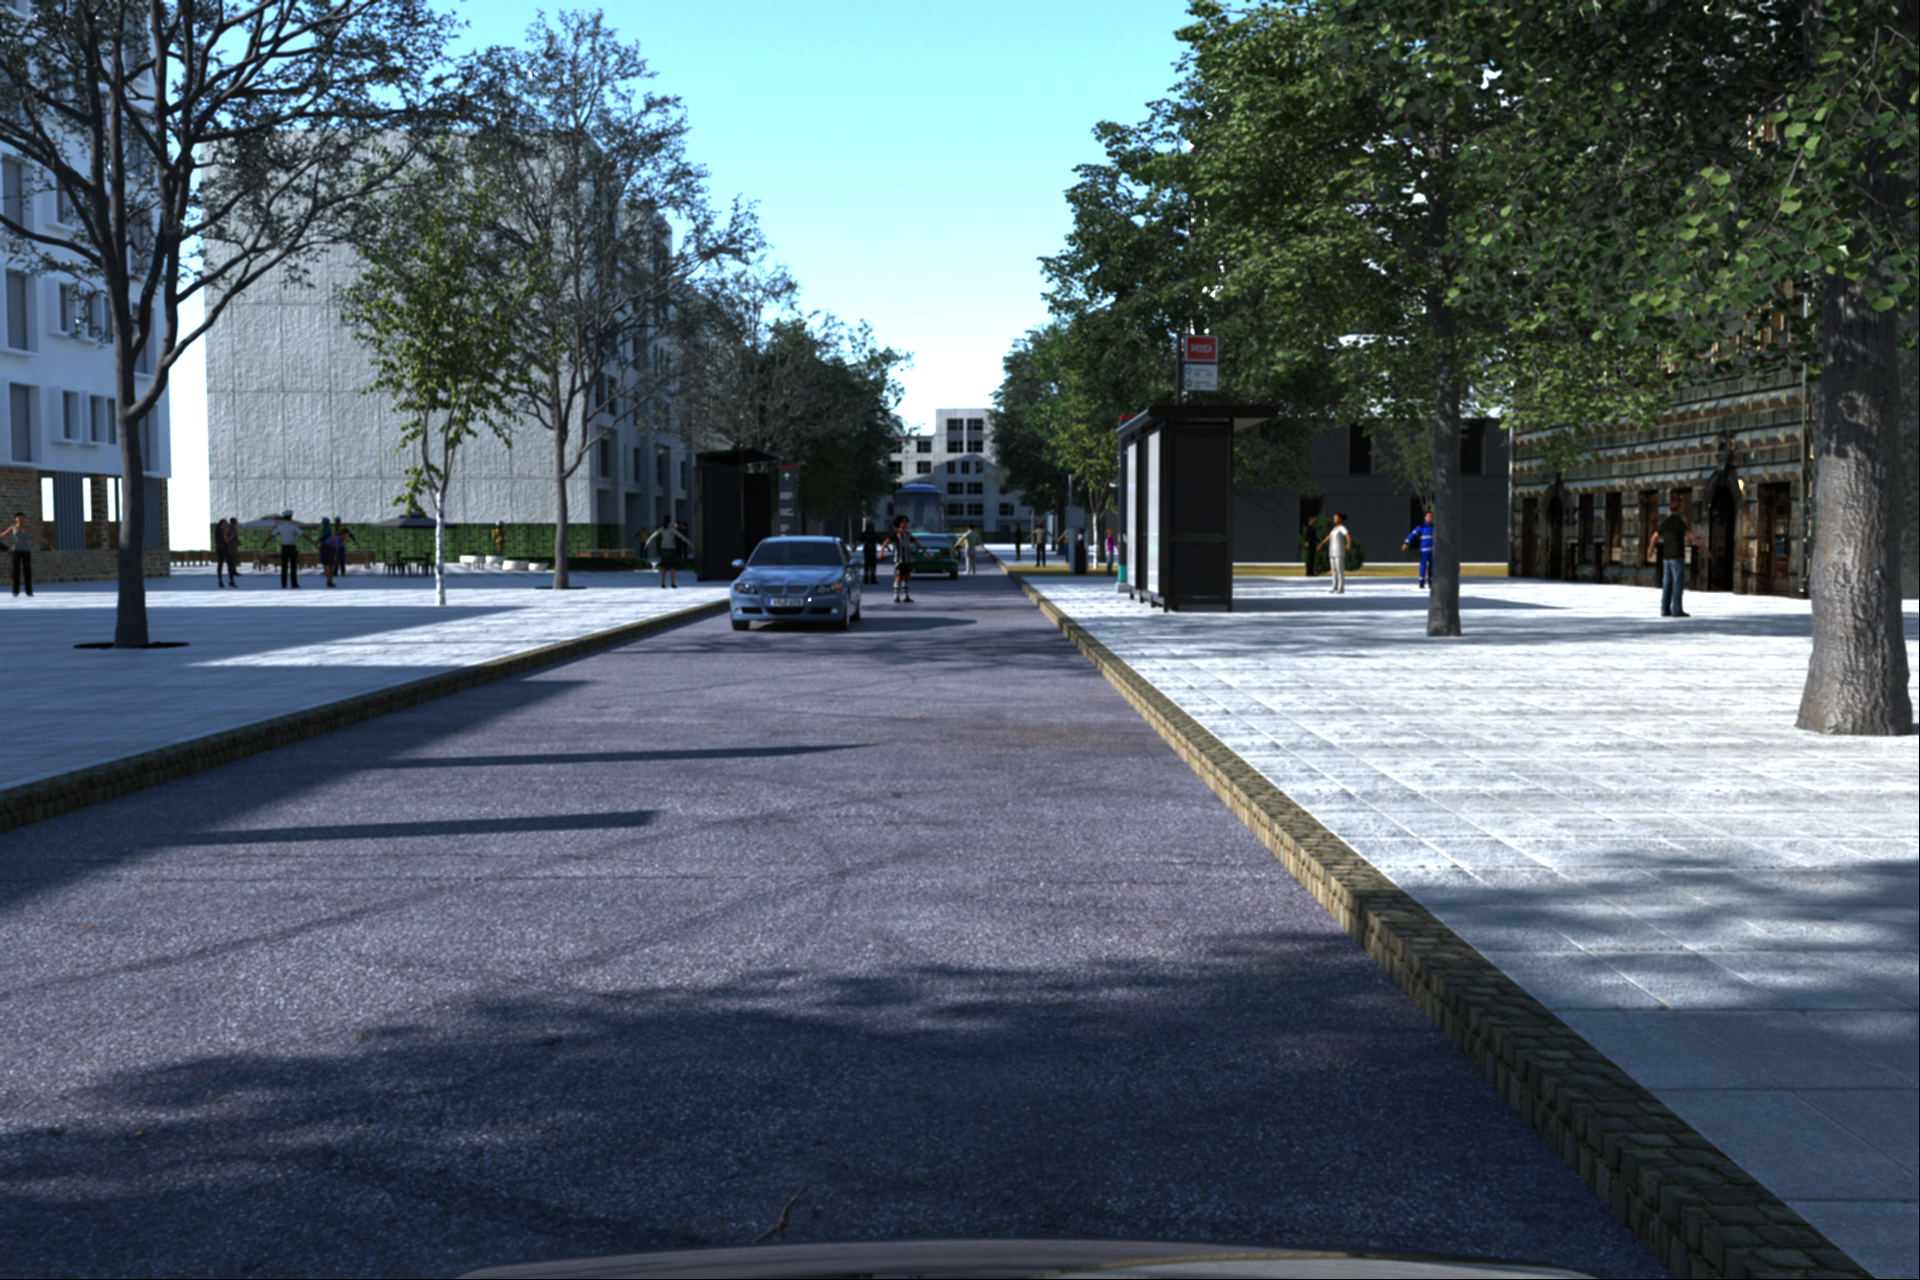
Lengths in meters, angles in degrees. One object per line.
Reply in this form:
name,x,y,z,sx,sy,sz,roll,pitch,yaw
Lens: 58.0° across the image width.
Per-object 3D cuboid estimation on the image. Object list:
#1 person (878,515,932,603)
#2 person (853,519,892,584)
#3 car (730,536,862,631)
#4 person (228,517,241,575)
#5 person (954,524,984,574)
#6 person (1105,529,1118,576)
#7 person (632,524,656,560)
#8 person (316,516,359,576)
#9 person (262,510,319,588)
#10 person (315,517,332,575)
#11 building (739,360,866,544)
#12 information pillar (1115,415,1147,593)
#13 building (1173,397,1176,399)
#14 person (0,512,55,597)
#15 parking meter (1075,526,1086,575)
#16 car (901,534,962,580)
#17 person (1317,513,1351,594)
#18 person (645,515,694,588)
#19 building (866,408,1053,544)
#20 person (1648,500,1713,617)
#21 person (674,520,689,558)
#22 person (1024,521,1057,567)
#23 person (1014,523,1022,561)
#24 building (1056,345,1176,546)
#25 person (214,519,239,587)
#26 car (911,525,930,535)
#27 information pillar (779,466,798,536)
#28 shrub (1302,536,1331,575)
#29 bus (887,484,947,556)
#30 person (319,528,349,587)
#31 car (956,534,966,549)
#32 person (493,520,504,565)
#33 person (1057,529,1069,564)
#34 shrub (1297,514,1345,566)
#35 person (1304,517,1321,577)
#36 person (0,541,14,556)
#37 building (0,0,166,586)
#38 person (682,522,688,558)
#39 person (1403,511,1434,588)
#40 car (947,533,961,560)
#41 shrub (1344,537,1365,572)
person,-1.189,-1.684,36.129,1.345,1.843,0.704,-3,4,-38
person,-2.562,-2.534,49.661,1.354,1.856,0.705,-3,5,-39
car,-2.507,-0.931,27.228,2.014,1.417,4.499,0,4,0
person,-22.539,-2.908,53.818,0.705,1.796,1.348,-1,4,-16
person,0.360,-3.260,61.942,1.347,1.806,0.705,-3,4,-37
person,4.650,-2.669,52.904,0.599,1.433,0.991,2,4,26
person,-15.594,-4.832,85.472,1.216,1.772,0.721,-2,4,-29
person,-18.988,-2.868,52.868,1.349,1.833,0.705,0,4,2
person,-15.994,-2.171,41.291,1.343,1.855,0.704,0,4,-1
person,-20.174,-2.992,55.046,0.704,1.817,1.347,0,3,0
building,-26.643,-22.997,219.983,27.936,21.610,32.646,0,4,0
information pillar,3.808,-2.971,37.957,0.750,3.857,0.750,0,4,0
building,25.137,-20.042,184.101,16.016,20.090,11.380,0,4,0
person,-19.270,-1.759,35.572,1.217,1.737,0.721,-2,4,-35
parking meter,3.823,-2.846,54.950,0.372,1.533,0.369,0,3,0
car,-0.980,-2.680,55.621,2.131,1.459,4.920,0,4,-1
person,8.091,-1.874,37.405,0.721,1.739,1.217,-1,4,-21
person,-6.896,-2.094,41.076,1.217,1.735,0.721,1,4,9
building,-2.374,-23.263,249.261,31.486,18.905,16.747,0,4,7
person,11.103,-1.263,26.861,0.705,1.803,1.348,-1,4,-18
person,-11.333,-3.885,69.447,0.705,1.837,1.347,3,5,40
person,3.167,-3.776,67.867,1.348,1.813,0.705,1,4,17
person,2.749,-4.704,83.054,0.704,1.812,1.346,0,4,5
building,25.139,-22.001,203.692,27.936,21.610,32.646,0,4,0
person,-17.626,-2.089,41.661,0.593,1.643,0.415,-1,4,-9
car,-1.635,-3.725,69.701,1.959,1.807,4.718,0,4,1
information pillar,-6.512,-4.671,65.747,0.750,3.857,0.750,0,4,2
shrub,11.254,-2.642,54.317,1.383,1.207,1.383,0,3,0
bus,-2.027,-5.995,89.563,2.896,3.916,12.251,0,4,0
person,-15.149,-2.000,41.976,0.697,1.427,0.421,-1,4,-9
car,0.189,-8.541,149.862,2.015,1.641,3.980,0,4,0
person,-19.248,-4.087,72.583,0.705,1.858,1.354,-1,4,-15
person,4.653,-4.185,74.282,0.705,1.847,1.347,3,5,44
shrub,12.847,-3.499,61.620,1.690,2.028,1.600,0,3,0
person,10.593,-2.807,52.123,0.704,1.802,1.346,2,4,31
person,-15.363,-1.235,26.973,0.721,1.736,1.217,2,4,31
building,-28.597,-11.136,38.501,16.016,20.090,11.380,0,4,-1
person,-12.489,-4.421,78.463,0.705,1.806,1.347,-1,4,-10
person,11.086,-2.142,40.998,1.345,1.831,0.704,-1,4,-9
car,-0.848,-5.487,98.504,1.959,1.807,4.718,0,4,-1
shrub,13.346,-2.942,59.210,1.383,1.207,1.383,0,3,0
